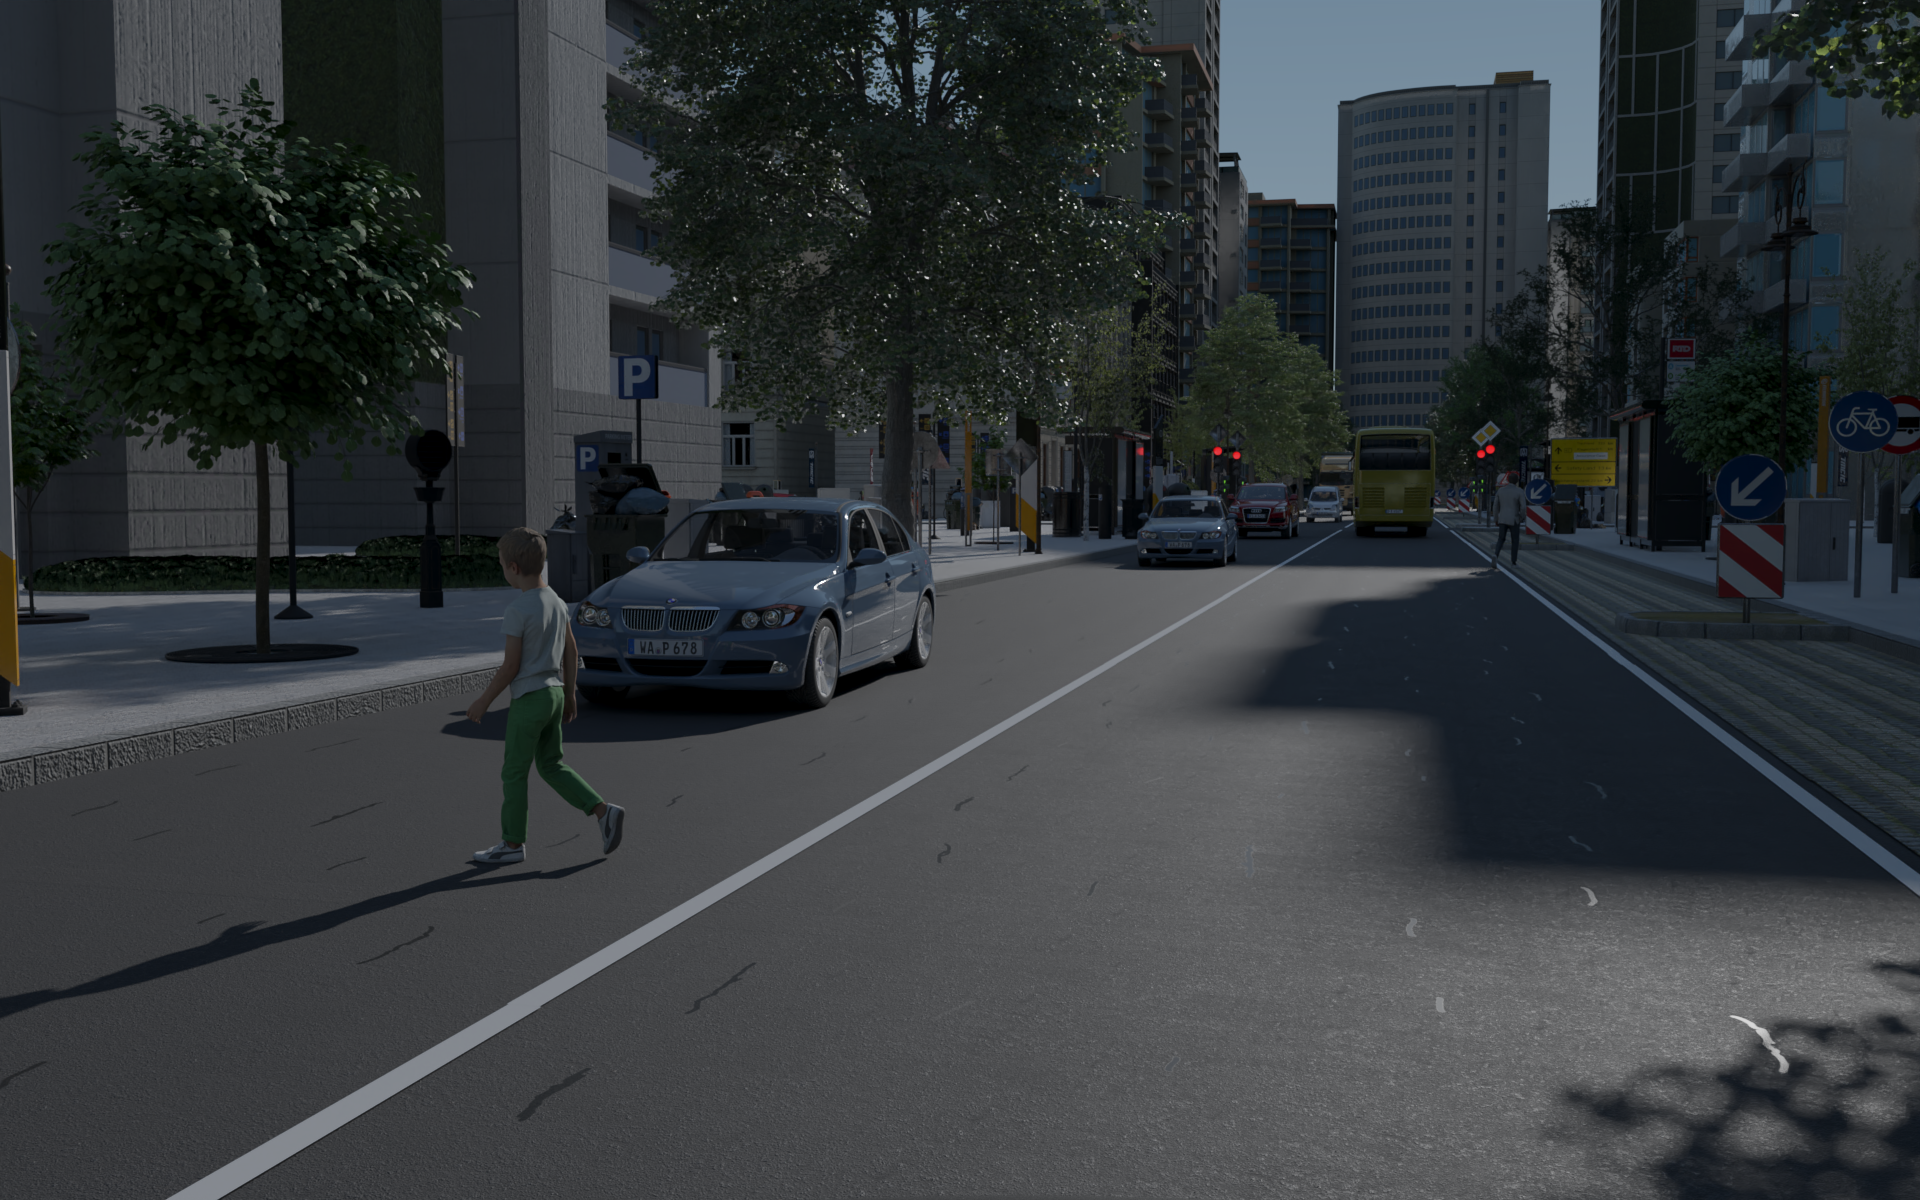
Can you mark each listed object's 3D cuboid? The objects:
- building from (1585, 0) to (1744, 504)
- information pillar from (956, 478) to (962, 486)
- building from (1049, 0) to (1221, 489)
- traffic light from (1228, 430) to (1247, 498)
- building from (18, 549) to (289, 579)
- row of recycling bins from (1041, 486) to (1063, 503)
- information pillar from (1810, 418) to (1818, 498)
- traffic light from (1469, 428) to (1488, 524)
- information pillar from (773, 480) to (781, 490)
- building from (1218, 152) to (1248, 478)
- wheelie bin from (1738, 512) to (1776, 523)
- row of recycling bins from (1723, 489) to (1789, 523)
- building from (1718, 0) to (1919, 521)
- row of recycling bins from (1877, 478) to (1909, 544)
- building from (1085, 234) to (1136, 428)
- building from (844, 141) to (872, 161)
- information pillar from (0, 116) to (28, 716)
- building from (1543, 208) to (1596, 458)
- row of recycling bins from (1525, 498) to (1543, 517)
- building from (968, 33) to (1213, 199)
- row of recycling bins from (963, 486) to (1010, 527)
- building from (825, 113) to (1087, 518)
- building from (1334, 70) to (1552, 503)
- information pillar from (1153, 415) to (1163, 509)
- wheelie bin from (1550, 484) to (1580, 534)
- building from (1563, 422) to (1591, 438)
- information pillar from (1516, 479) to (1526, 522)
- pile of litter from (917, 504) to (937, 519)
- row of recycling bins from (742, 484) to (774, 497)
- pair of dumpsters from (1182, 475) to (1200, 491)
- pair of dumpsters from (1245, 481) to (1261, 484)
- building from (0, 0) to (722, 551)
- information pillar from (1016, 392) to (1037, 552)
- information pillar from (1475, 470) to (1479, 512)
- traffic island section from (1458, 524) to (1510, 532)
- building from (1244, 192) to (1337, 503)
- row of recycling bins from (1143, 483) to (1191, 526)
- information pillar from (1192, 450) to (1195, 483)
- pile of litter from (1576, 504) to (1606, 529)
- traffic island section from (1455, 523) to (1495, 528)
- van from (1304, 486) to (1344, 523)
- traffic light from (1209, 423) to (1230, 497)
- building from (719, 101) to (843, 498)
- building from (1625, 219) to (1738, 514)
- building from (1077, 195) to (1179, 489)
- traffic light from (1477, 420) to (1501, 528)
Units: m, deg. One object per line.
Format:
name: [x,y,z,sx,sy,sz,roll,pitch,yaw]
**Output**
building: [69.507,-44.315,162.809,20.563,71.187,20.611,1,4,14]
information pillar: [-0.051,-4.628,80.164,0.304,2.012,0.304,0,4,1]
building: [20.141,-46.083,191.716,20.563,71.187,20.611,1,4,14]
traffic light: [12.244,-5.353,76.435,0.839,4.253,0.868,1,4,14]
building: [-25.188,-29.072,17.332,21.231,58.520,28.212,1,4,14]
row of recycling bins: [4.832,-4.998,88.823,1.069,1.692,3.534,1,4,21]
information pillar: [23.155,-3.385,46.699,0.183,3.616,0.504,-1,4,-13]
traffic light: [22.191,-5.199,73.917,0.839,4.253,0.868,1,4,14]
information pillar: [-9.704,-5.352,92.004,0.304,2.012,0.304,2,4,27]
building: [27.444,-32.198,210.035,14.086,41.232,14.154,1,4,14]
wheelie bin: [17.072,-1.789,37.161,0.980,1.594,0.693,-3,5,-42]
row of recycling bins: [34.427,-4.148,74.938,1.069,1.692,3.534,-1,4,-15]
building: [55.716,-28.698,88.828,30.456,49.044,23.786,1,4,14]
row of recycling bins: [25.126,-2.255,43.984,1.069,1.692,3.534,-3,4,-36]
building: [6.056,-16.613,120.772,9.793,20.994,18.267,1,4,14]
building: [-8.281,-34.225,214.209,28.867,44.769,22.147,1,4,14]
information pillar: [-5.697,-1.136,9.923,0.504,3.616,0.183,-1,4,-21]
building: [88.064,-33.967,238.951,14.086,41.232,14.154,1,4,14]
row of recycling bins: [28.296,-4.792,85.468,1.069,1.692,3.534,-1,4,-11]
building: [12.615,-31.458,168.955,22.147,44.769,28.867,1,4,14]
row of recycling bins: [1.115,-3.762,68.622,1.069,1.692,3.534,-2,4,-31]
building: [0.577,-16.187,100.821,11.583,22.565,21.152,1,4,14]
building: [68.043,-43.114,246.915,28.212,58.520,21.231,1,4,14]
information pillar: [5.861,-3.661,51.216,0.183,3.616,0.504,2,4,34]
wheelie bin: [19.462,-2.922,55.688,0.980,1.594,0.693,2,4,32]
building: [78.068,-53.460,186.743,22.319,86.520,31.000,1,4,14]
information pillar: [25.846,-4.607,79.809,0.304,2.012,0.304,-3,4,-36]
pile of litter: [-1.948,-4.513,87.750,1.719,0.858,1.176,2,4,33]
row of recycling bins: [-9.396,-3.950,71.703,3.534,1.692,1.069,1,4,12]
pair of dumpsters: [11.016,-5.141,86.546,1.574,2.255,4.437,1,4,14]
pair of dumpsters: [20.890,-7.389,123.302,1.574,2.255,4.437,1,4,14]
building: [-22.316,-31.250,52.929,28.212,58.520,21.231,1,4,14]
information pillar: [1.488,-2.871,38.292,0.504,3.616,0.183,0,4,1]
information pillar: [36.871,-8.075,123.382,0.183,3.616,0.504,-1,4,-14]
traffic island section: [20.248,-2.691,66.284,2.009,0.180,2.903,1,4,14]
building: [40.489,-36.706,254.768,28.867,44.769,22.147,1,4,14]
row of recycling bins: [6.649,-3.347,61.841,3.534,1.692,1.069,-2,4,-27]
information pillar: [12.526,-6.214,92.960,0.183,3.616,0.504,0,4,0]
pile of litter: [23.566,-3.120,64.976,1.176,0.858,1.719,0,4,6]
traffic island section: [22.227,-3.165,74.021,2.009,0.180,2.903,1,4,14]
van: [18.624,-4.980,88.438,2.013,2.044,4.112,1,4,15]
traffic light: [10.266,-4.879,68.698,0.839,4.253,0.868,1,4,14]
building: [-21.948,-16.572,104.240,30.059,22.955,16.112,1,4,14]
building: [62.638,-16.836,120.310,27.650,21.520,28.899,1,4,14]
building: [10.212,-18.827,137.501,12.332,23.373,15.834,1,4,14]
traffic light: [20.212,-4.725,66.180,0.839,4.253,0.868,1,4,14]
